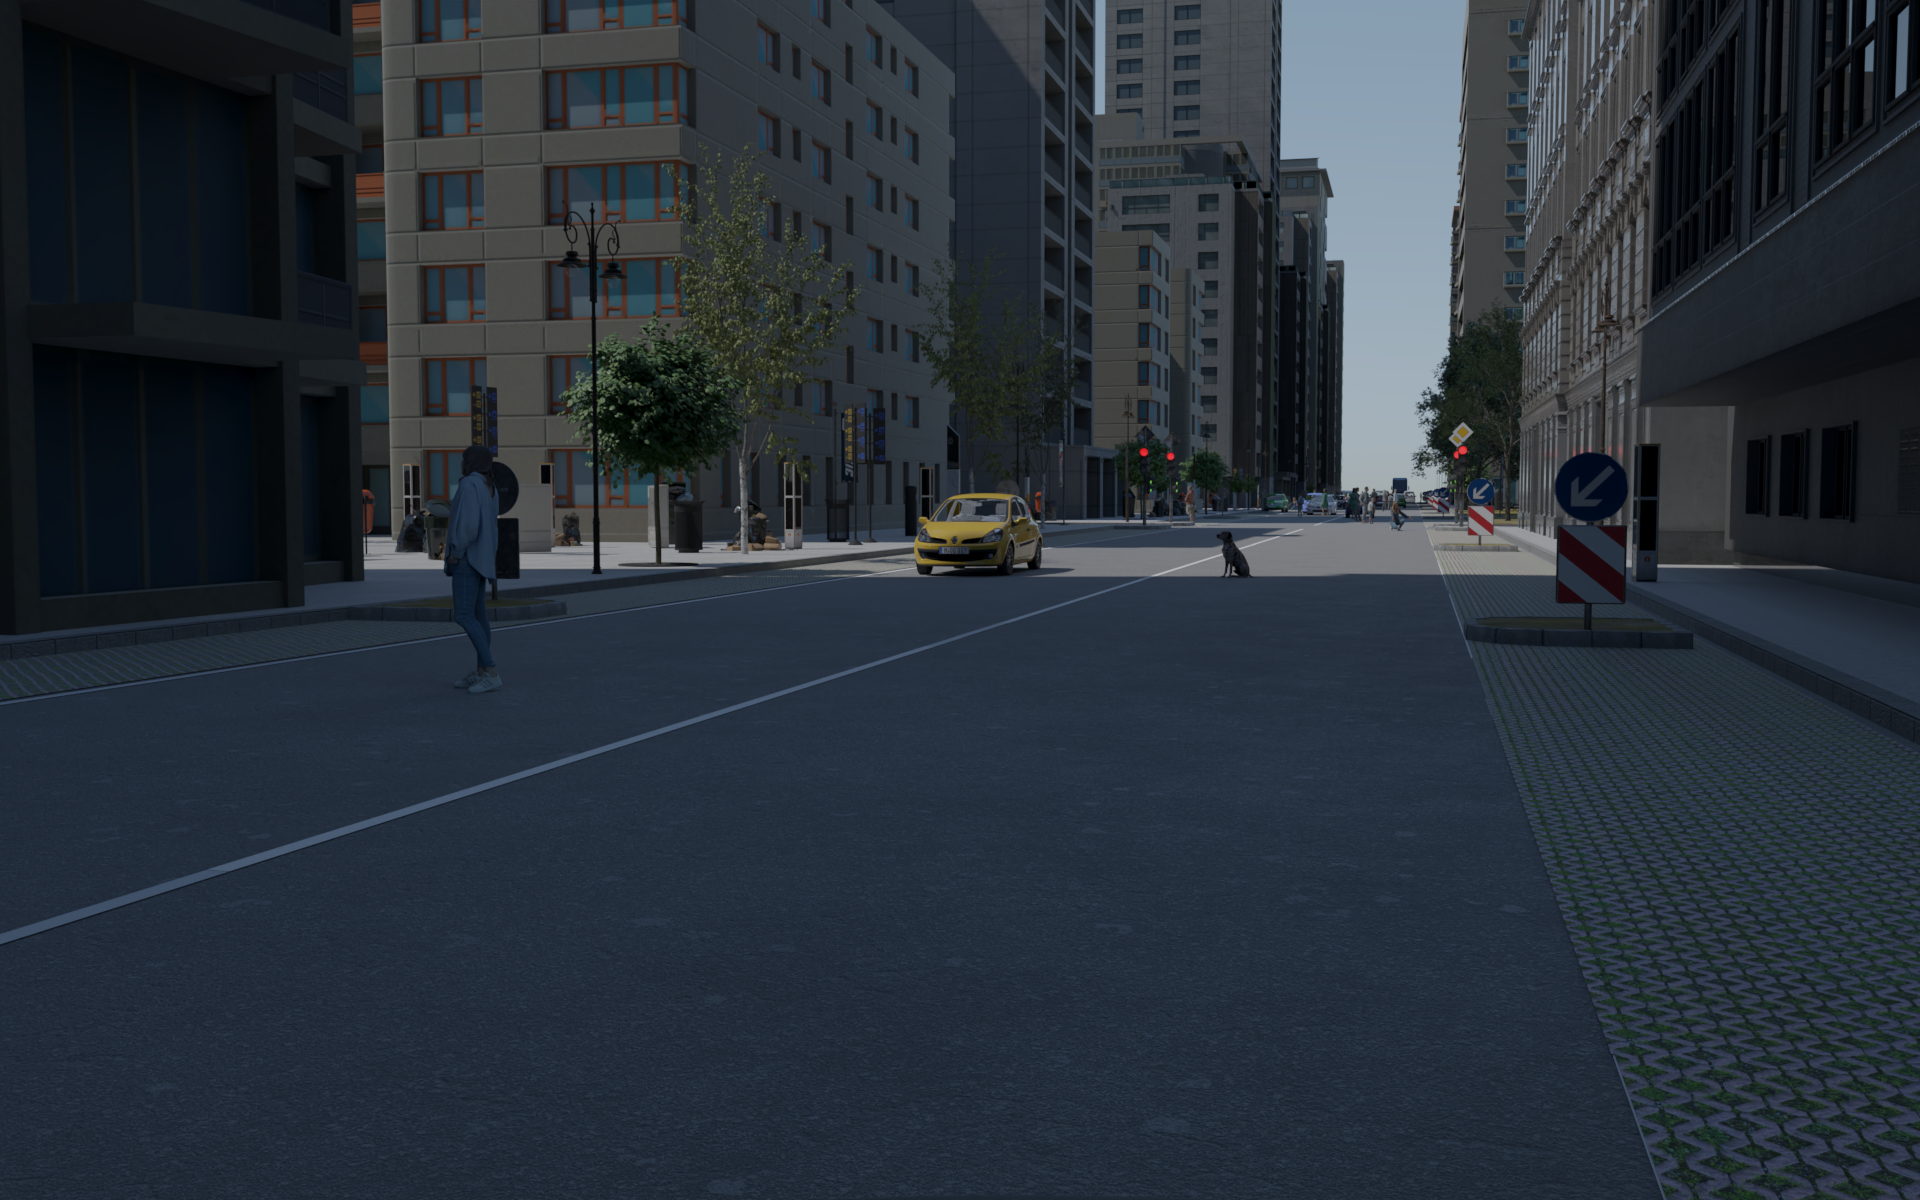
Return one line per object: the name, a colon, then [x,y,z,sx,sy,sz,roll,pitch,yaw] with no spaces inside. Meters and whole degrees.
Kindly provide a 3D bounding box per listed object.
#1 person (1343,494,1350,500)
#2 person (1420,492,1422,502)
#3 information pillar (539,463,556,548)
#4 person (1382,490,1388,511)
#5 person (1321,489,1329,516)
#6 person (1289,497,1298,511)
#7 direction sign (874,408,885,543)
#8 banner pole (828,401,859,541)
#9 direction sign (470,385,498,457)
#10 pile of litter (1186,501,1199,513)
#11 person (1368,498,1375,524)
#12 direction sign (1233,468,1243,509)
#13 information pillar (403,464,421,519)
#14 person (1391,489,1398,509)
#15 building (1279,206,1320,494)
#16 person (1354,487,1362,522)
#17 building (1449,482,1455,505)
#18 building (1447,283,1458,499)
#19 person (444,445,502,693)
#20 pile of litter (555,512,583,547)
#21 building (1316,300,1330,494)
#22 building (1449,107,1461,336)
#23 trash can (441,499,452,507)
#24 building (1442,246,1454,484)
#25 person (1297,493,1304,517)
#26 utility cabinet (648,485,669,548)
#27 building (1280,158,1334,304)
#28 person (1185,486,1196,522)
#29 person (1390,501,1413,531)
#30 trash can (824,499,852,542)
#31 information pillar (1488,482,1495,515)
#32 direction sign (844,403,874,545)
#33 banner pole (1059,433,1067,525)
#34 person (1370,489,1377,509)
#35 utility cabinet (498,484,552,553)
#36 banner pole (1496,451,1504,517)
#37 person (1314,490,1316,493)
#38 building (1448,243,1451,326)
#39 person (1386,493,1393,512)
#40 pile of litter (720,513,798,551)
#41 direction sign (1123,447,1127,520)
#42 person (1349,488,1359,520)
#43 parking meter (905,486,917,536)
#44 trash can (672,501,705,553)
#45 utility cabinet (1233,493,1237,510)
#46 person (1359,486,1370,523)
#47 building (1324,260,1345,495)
person: [34.338,-8.671,153.455,0.628,1.438,0.799,2,4,26]
person: [75.687,-16.814,284.084,0.721,1.739,1.217,-1,4,-9]
information pillar: [-9.872,-2.260,41.448,0.304,2.012,0.304,0,4,-2]
person: [35.431,-8.292,144.262,0.526,1.800,0.537,1,4,10]
person: [24.147,-6.467,114.485,0.529,1.795,0.600,2,4,25]
person: [28.401,-8.137,147.031,0.738,1.151,1.012,-2,4,-30]
direction sign: [-2.368,-3.278,45.589,0.876,3.537,0.379,-2,4,-27]
banner pole: [-3.148,-3.476,46.853,0.863,3.779,0.401,1,4,10]
direction sign: [-10.004,-2.721,36.491,0.379,3.537,0.876,1,4,20]
pile of litter: [15.723,-6.464,119.652,1.176,0.858,1.719,-3,4,-38]
person: [19.783,-4.291,83.337,0.352,1.250,0.332,2,4,27]
direction sign: [23.932,-9.617,149.229,0.876,3.537,0.379,2,4,27]
information pillar: [-13.440,-2.326,42.515,0.304,2.012,0.304,2,4,33]
person: [36.420,-8.361,145.084,0.818,1.842,0.514,0,4,-2]
building: [42.266,-34.085,240.881,14.154,41.232,14.086,1,4,15]
person: [20.769,-4.970,90.034,0.573,1.790,0.520,0,4,-4]
building: [75.048,-31.375,204.857,32.217,40.220,23.993,1,4,15]
building: [73.569,-28.332,234.933,14.160,30.474,14.107,1,4,15]
person: [-3.557,-0.243,12.744,0.793,1.790,0.793,-2,4,-33]
pile of litter: [-9.881,-1.768,42.866,1.176,0.858,1.719,0,4,1]
building: [46.913,-29.584,255.397,14.160,30.474,14.107,1,4,15]
building: [63.022,-32.129,179.930,22.147,44.769,28.867,1,4,15]
trash can: [-13.406,-2.071,45.520,0.748,1.137,0.748,0,3,0]
building: [91.654,-40.581,283.103,23.786,49.044,30.456,1,4,15]
person: [20.879,-5.828,106.387,0.523,1.515,0.503,1,4,10]
utility cabinet: [-7.210,-1.996,41.314,0.318,1.500,1.173,-1,4,-20]
building: [44.297,-42.062,276.949,28.713,52.752,27.495,1,4,15]
person: [10.798,-4.444,81.139,0.573,1.828,0.580,-1,4,-10]
person: [17.118,-3.268,67.435,1.012,1.151,0.738,-1,4,-14]
trash can: [-3.260,-2.119,46.297,0.748,1.137,0.748,0,3,0]
information pillar: [32.147,-6.134,104.776,0.304,2.012,0.304,-2,4,-33]
direction sign: [-2.631,-3.151,43.513,0.379,3.537,0.876,-3,5,-39]
banner pole: [4.186,-4.949,70.925,0.401,3.779,0.863,1,4,23]
person: [30.981,-7.451,130.123,0.655,1.846,0.447,-2,4,-34]
utility cabinet: [-9.459,-1.761,37.464,1.173,1.500,0.318,-3,4,-37]
banner pole: [30.527,-6.581,97.613,0.401,3.779,0.863,0,4,4]
person: [29.589,-8.318,144.692,0.606,1.804,0.583,-1,4,-20]
building: [83.233,-36.673,254.225,22.147,44.769,28.867,1,4,15]
person: [35.304,-8.023,142.270,0.503,1.515,0.523,-3,5,-39]
pile of litter: [-4.557,-1.557,39.425,1.719,0.858,1.176,0,4,6]
direction sign: [8.092,-5.643,84.263,0.379,3.537,0.876,0,4,1]
person: [22.100,-5.406,97.141,0.600,1.795,0.529,1,4,10]
parking meter: [-1.497,-2.719,52.867,0.372,1.533,0.369,0,3,0]
trash can: [-5.931,-1.602,37.849,0.748,1.137,0.748,0,3,0]
utility cabinet: [22.226,-8.031,139.989,0.318,1.500,1.173,1,4,9]
person: [19.975,-4.698,85.407,0.391,1.810,0.635,3,5,44]
building: [57.995,-37.455,295.983,14.154,41.232,14.086,1,4,15]
